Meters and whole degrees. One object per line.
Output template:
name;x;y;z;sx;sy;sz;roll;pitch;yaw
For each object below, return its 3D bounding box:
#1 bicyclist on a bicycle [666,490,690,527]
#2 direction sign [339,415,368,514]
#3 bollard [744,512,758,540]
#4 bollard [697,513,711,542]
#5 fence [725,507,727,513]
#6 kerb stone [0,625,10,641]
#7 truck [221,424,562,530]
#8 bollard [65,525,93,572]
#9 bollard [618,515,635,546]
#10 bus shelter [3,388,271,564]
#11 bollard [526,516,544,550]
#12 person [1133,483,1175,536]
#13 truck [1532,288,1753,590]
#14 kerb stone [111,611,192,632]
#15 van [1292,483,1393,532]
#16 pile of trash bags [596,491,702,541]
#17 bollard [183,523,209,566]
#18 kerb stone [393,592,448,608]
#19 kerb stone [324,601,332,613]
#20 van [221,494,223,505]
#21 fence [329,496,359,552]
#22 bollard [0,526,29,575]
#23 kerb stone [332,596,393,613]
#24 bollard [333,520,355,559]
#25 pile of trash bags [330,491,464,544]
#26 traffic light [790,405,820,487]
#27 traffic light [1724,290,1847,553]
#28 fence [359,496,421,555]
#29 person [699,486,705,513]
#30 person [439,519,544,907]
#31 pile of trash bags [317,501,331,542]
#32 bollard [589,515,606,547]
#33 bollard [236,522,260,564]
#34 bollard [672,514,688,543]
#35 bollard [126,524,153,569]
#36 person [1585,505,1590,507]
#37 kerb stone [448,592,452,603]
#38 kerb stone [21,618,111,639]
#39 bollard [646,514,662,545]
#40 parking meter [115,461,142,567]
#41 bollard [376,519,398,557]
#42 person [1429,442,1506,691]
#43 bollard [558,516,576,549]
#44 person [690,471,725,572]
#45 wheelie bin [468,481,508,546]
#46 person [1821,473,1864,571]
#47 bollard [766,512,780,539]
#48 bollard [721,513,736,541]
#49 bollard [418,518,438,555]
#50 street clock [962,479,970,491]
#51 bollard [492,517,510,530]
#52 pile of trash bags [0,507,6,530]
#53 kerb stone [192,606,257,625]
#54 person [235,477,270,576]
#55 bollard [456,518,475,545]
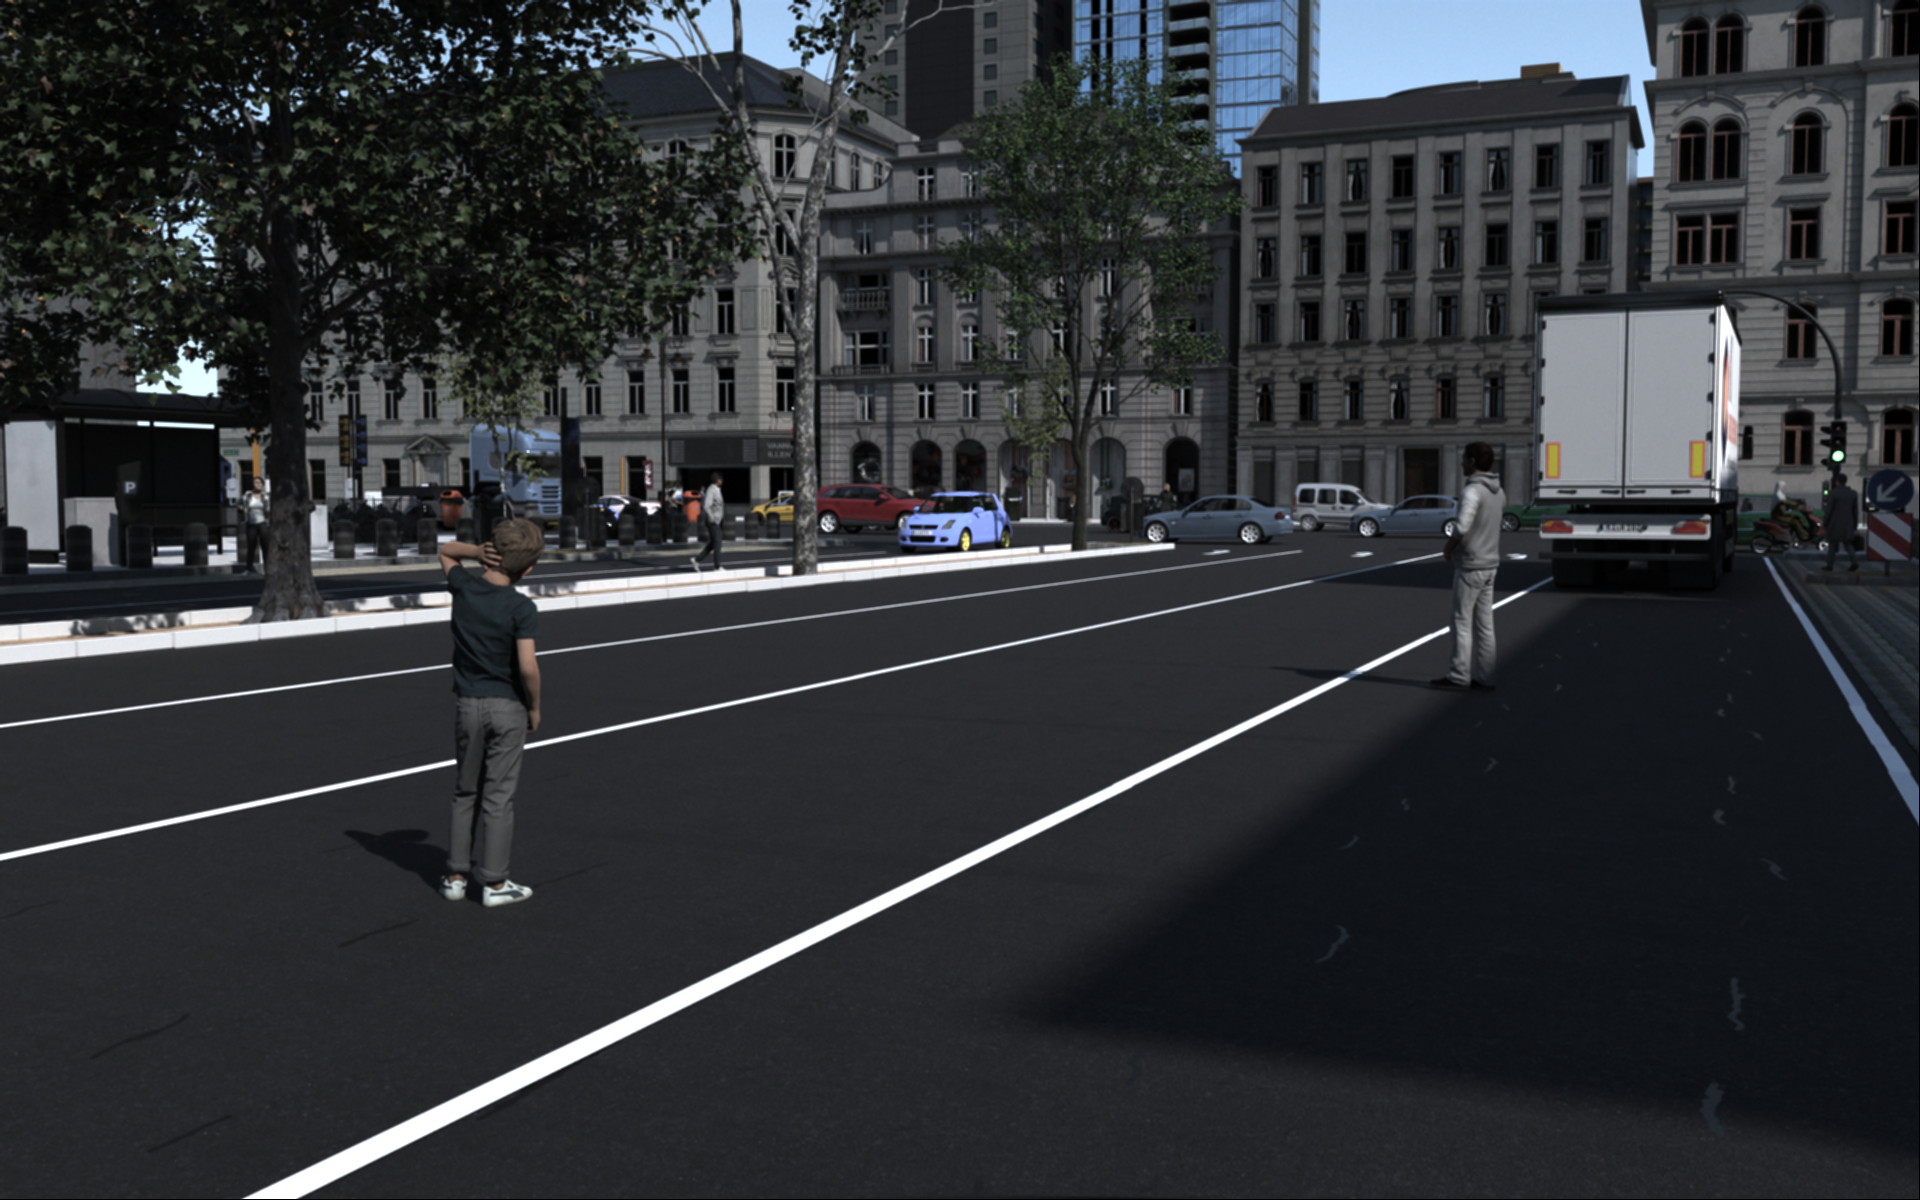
bicyclist on a bicycle;-11.601;-3.671;70.050;1.625;1.676;1.499;1;4;23
direction sign;-17.305;-3.514;49.449;0.876;3.537;0.379;1;4;14
bollard;-5.861;-2.073;48.607;0.404;0.777;0.398;0;3;0
bollard;-6.841;-1.937;46.393;0.404;0.777;0.398;0;3;0
fence;-12.312;-4.433;87.860;0.278;0.683;2.069;-2;4;-35
kerb stone;-9.459;0.349;16.495;0.120;0.150;1.000;2;4;24
truck;-23.461;-4.879;69.528;18.799;4.110;2.967;2;4;24
bollard;-14.633;-0.859;28.764;0.404;0.777;0.398;0;3;0
bollard;-8.301;-1.735;43.090;0.404;0.777;0.398;0;3;0
bus shelter;-16.033;-2.459;34.122;2.014;3.302;5.546;2;4;24
bollard;-9.756;-1.533;39.787;0.404;0.777;0.398;0;3;0
person;6.723;-3.105;59.481;1.509;1.804;0.699;2;4;35
truck;11.685;-2.462;29.159;2.839;4.237;11.283;2;4;26
kerb stone;-8.628;0.241;18.375;0.120;0.150;1.000;2;4;24
van;14.847;-3.627;66.307;4.112;2.044;2.013;2;4;24
pile of trash bags;-8.695;-2.407;49.106;1.912;1.369;3.447;3;5;40
bollard;-13.661;-0.994;30.963;0.404;0.777;0.398;0;3;0
kerb stone;-6.963;0.004;22.138;0.120;0.150;1.000;2;4;24
kerb stone;-7.796;0.121;20.262;0.120;0.150;1.000;2;4;24
van;-34.665;-4.348;75.468;5.245;2.365;2.240;2;4;25
fence;-13.471;-1.737;39.605;0.480;1.192;2.264;1;4;21
bollard;-15.117;-0.792;27.664;0.404;0.777;0.398;0;3;0
kerb stone;-7.372;0.067;21.197;0.120;0.150;1.000;2;4;24
bollard;-12.193;-1.197;34.283;0.404;0.777;0.398;0;3;0
pile of trash bags;-14.308;-2.162;45.095;3.447;1.369;1.912;2;4;25
traffic light;-4.359;-3.631;48.280;0.839;4.253;0.868;2;4;24
traffic light;17.222;-3.913;38.644;4.771;5.953;1.251;2;4;24
fence;-12.209;-1.617;37.644;0.480;1.192;2.264;1;4;9
person;-12.112;-4.448;81.412;0.419;1.800;0.721;0;4;4
person;-1.663;0.386;6.098;0.435;1.345;0.340;0;4;1
pile of trash bags;-18.103;-2.335;47.938;3.447;1.369;1.912;3;5;42
bollard;-8.786;-1.668;41.987;0.404;0.777;0.398;0;3;0
bollard;-13.177;-1.061;32.064;0.404;0.777;0.398;0;3;0
bollard;-7.324;-1.870;45.292;0.404;0.777;0.398;0;3;0
bollard;-14.146;-0.926;29.863;0.404;0.777;0.398;0;3;0
person;18.909;-2.599;52.002;0.512;1.701;0.522;-3;5;-43
kerb stone;-6.553;-0.052;23.080;0.120;0.150;1.000;2;4;24
kerb stone;-9.039;0.291;17.431;0.120;0.150;1.000;2;4;24
bollard;-7.813;-1.803;44.189;0.404;0.777;0.398;0;3;0
parking meter;-14.717;-1.526;30.661;0.399;1.863;0.255;-3;4;-36
bollard;-11.706;-1.264;35.382;0.404;0.777;0.398;0;3;0
person;3.716;-0.245;12.660;0.875;1.805;0.789;-3;5;-45
bollard;-9.273;-1.601;40.888;0.404;0.777;0.398;0;3;0
person;-4.529;-1.407;31.347;0.795;1.843;0.661;0;4;6
wheelie bin;-11.499;-2.105;42.332;0.980;1.594;0.693;-3;4;-39
person;16.275;-1.431;31.997;0.694;1.812;0.767;0;4;-6
bollard;-5.373;-2.140;49.706;0.404;0.777;0.398;0;3;0
bollard;-6.353;-2.005;47.498;0.404;0.777;0.398;0;3;0
bollard;-11.216;-1.332;36.490;0.404;0.777;0.398;0;3;0
street clock;0.287;-4.656;80.701;0.358;2.002;0.471;1;4;22
bollard;-10.241;-1.466;38.687;0.404;0.777;0.398;0;3;0
pile of trash bags;-19.700;-1.738;38.173;1.912;1.369;3.447;1;4;21
kerb stone;-8.214;0.176;19.317;0.120;0.150;1.000;2;4;24
person;-12.255;-1.287;30.270;0.841;1.734;0.376;0;4;-4
bollard;-10.732;-1.399;37.590;0.404;0.777;0.398;0;3;0
